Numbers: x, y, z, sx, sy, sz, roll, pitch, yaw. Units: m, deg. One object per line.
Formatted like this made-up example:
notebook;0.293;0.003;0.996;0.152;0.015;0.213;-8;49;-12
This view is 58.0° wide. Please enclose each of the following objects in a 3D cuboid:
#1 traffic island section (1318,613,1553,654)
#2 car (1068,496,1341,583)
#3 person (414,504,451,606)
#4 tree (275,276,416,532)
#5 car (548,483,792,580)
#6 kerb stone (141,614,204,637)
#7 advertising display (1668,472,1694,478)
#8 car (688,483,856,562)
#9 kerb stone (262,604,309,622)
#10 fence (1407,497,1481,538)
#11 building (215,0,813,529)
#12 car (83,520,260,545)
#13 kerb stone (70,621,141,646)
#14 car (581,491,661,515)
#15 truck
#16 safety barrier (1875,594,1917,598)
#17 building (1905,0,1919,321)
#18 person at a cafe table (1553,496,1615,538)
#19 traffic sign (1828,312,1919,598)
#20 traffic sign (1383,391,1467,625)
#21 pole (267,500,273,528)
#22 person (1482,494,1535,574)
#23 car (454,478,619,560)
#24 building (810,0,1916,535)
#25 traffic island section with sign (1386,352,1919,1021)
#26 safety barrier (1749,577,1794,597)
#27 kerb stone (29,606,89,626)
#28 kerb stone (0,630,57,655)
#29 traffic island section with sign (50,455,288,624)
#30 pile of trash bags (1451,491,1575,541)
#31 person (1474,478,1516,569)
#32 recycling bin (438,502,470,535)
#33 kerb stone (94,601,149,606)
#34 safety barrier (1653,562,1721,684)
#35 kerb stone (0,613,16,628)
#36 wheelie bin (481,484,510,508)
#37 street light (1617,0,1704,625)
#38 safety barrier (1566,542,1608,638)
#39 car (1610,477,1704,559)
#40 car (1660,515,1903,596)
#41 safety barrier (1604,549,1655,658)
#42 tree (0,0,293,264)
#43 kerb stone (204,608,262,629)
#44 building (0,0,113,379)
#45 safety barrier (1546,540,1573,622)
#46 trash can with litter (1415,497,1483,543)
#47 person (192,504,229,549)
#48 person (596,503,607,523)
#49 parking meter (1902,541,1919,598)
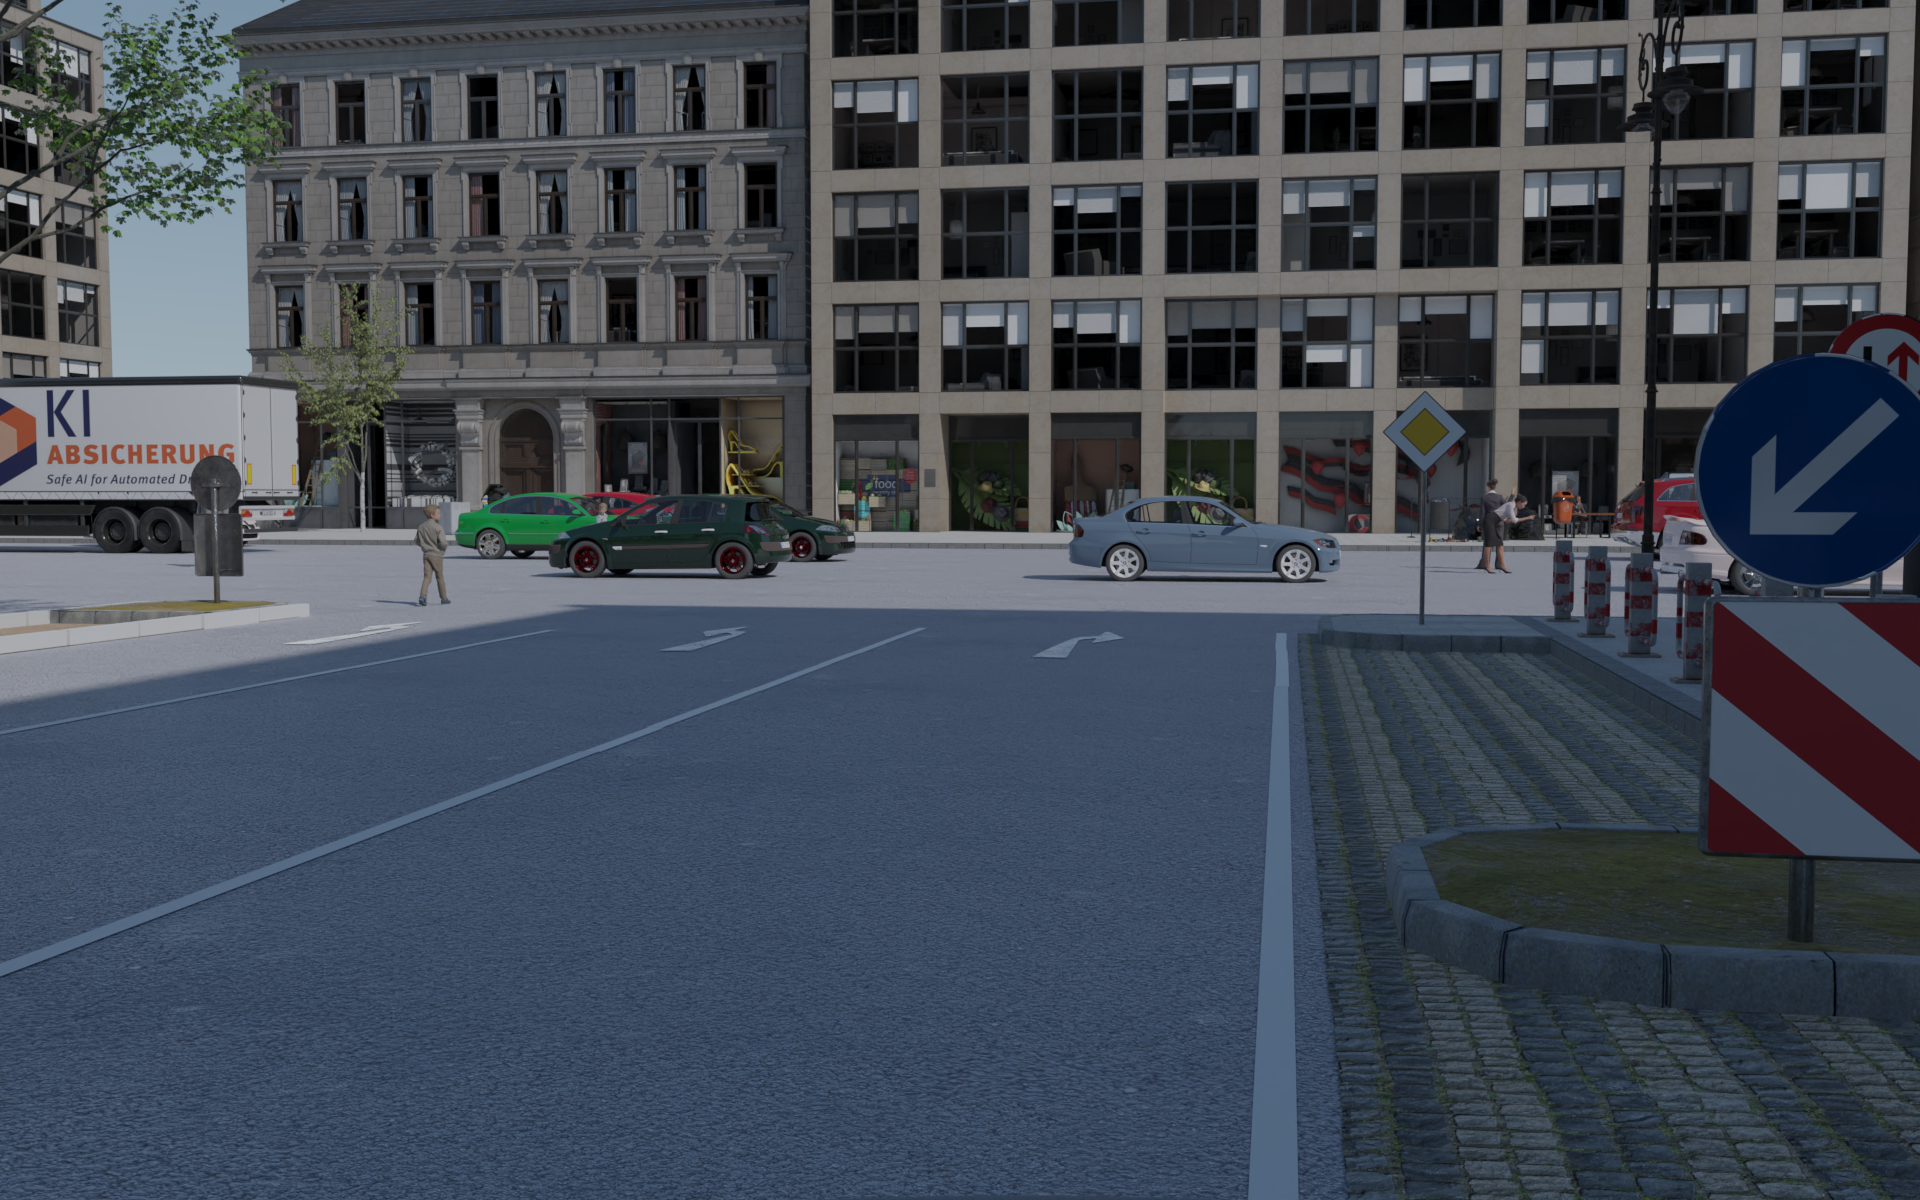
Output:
traffic island section;4.563;0.320;17.043;2.009;0.180;2.903;1;4;11
car;4.060;-1.032;28.878;4.499;1.417;2.014;1;4;9
person;-6.796;-0.581;22.269;0.475;1.303;0.640;1;4;9
tree;-20.318;-6.588;58.079;4.737;8.622;4.395;0;3;0
car;-5.007;-1.238;30.034;4.222;1.686;2.009;1;4;10
kerb stone;-8.173;0.267;17.834;0.120;0.150;1.000;1;4;11
advertising display;21.093;-2.763;50.387;0.974;1.923;0.123;1;4;14
car;-4.348;-1.682;37.279;4.222;1.686;2.009;1;4;12
kerb stone;-7.789;0.147;19.853;0.120;0.150;1.000;1;4;11
fence;14.317;-2.422;50.805;2.264;1.192;0.480;0;4;7
building;-23.949;-13.232;67.248;40.483;20.767;10.553;1;4;11
car;-21.641;-2.154;47.584;4.827;1.381;2.083;1;4;12
kerb stone;-8.358;0.328;16.826;0.120;0.150;1.000;1;4;11
car;-9.298;-2.143;44.077;4.494;1.783;2.155;1;4;11
truck;-22.188;-3.312;43.060;11.283;4.237;2.839;1;4;11
safety barrier;4.300;0.385;7.980;0.300;0.817;1.120;1;4;11
building;44.767;-13.683;56.997;30.059;22.955;16.112;1;4;11
person at a cafe table;18.282;-2.442;50.791;1.698;1.238;1.726;0;4;1
traffic sign;6.514;-0.744;12.271;0.768;2.556;0.104;1;4;16
traffic sign;4.538;-0.815;16.970;0.795;2.450;0.064;1;4;11
pole;-24.018;-4.057;60.182;0.158;3.312;0.155;0;3;0
person;9.820;-1.192;31.170;0.799;1.438;0.628;-1;4;-13
car;-8.767;-1.807;38.340;4.718;1.807;1.959;1;4;11
building;13.476;-15.883;64.209;34.151;26.468;19.350;1;4;11
traffic island section with sign;2.451;0.181;5.663;1.989;1.847;2.006;1;4;11
safety barrier;4.646;0.270;9.866;0.300;0.817;1.120;1;4;11
kerb stone;-10.037;0.181;19.228;0.120;0.150;1.000;1;4;11
kerb stone;-8.554;0.390;15.814;0.120;0.150;1.000;1;4;11
traffic island section with sign;-8.856;-0.713;19.788;2.006;1.907;1.989;1;4;11
pile of trash bags;15.626;-2.366;48.430;3.447;1.369;1.912;-1;4;-17
person;10.213;-1.449;33.002;0.742;1.727;0.445;-2;4;-30
recycling bin;-15.879;-2.560;54.415;0.722;1.027;0.722;3;4;38
kerb stone;-9.849;0.120;20.237;0.120;0.150;1.000;1;4;11
safety barrier;5.002;0.154;11.749;0.300;0.817;1.120;1;4;11
kerb stone;-10.237;0.246;18.222;0.120;0.150;1.000;1;4;11
wheelie bin;-14.321;-2.793;53.574;0.693;1.594;0.980;2;4;25
street light;6.436;-2.647;16.074;0.468;5.910;1.993;1;4;11
safety barrier;5.708;-0.076;15.518;0.300;0.817;1.120;1;4;11
car;16.844;-1.749;37.275;5.304;1.827;2.281;1;4;9
car;12.684;-0.772;24.979;4.827;1.381;2.083;1;4;10
safety barrier;5.357;0.039;13.633;0.300;0.817;1.120;1;4;11
tree;-9.388;-5.312;15.057;9.928;11.665;9.643;0;3;0
kerb stone;-7.970;0.205;18.843;0.120;0.150;1.000;1;4;11
building;-59.878;-16.723;77.942;34.151;26.468;19.350;1;4;11
safety barrier;6.062;-0.192;17.407;0.300;0.817;1.120;1;4;11
trash can with litter;13.229;-2.154;46.272;2.233;1.210;1.678;0;4;7
person;-14.698;-1.549;33.928;0.694;1.812;0.767;0;4;-1
person;-7.312;-1.361;35.429;0.332;1.250;0.352;-3;4;-37
parking meter;5.435;-0.073;9.600;0.372;1.533;0.369;0;3;0
